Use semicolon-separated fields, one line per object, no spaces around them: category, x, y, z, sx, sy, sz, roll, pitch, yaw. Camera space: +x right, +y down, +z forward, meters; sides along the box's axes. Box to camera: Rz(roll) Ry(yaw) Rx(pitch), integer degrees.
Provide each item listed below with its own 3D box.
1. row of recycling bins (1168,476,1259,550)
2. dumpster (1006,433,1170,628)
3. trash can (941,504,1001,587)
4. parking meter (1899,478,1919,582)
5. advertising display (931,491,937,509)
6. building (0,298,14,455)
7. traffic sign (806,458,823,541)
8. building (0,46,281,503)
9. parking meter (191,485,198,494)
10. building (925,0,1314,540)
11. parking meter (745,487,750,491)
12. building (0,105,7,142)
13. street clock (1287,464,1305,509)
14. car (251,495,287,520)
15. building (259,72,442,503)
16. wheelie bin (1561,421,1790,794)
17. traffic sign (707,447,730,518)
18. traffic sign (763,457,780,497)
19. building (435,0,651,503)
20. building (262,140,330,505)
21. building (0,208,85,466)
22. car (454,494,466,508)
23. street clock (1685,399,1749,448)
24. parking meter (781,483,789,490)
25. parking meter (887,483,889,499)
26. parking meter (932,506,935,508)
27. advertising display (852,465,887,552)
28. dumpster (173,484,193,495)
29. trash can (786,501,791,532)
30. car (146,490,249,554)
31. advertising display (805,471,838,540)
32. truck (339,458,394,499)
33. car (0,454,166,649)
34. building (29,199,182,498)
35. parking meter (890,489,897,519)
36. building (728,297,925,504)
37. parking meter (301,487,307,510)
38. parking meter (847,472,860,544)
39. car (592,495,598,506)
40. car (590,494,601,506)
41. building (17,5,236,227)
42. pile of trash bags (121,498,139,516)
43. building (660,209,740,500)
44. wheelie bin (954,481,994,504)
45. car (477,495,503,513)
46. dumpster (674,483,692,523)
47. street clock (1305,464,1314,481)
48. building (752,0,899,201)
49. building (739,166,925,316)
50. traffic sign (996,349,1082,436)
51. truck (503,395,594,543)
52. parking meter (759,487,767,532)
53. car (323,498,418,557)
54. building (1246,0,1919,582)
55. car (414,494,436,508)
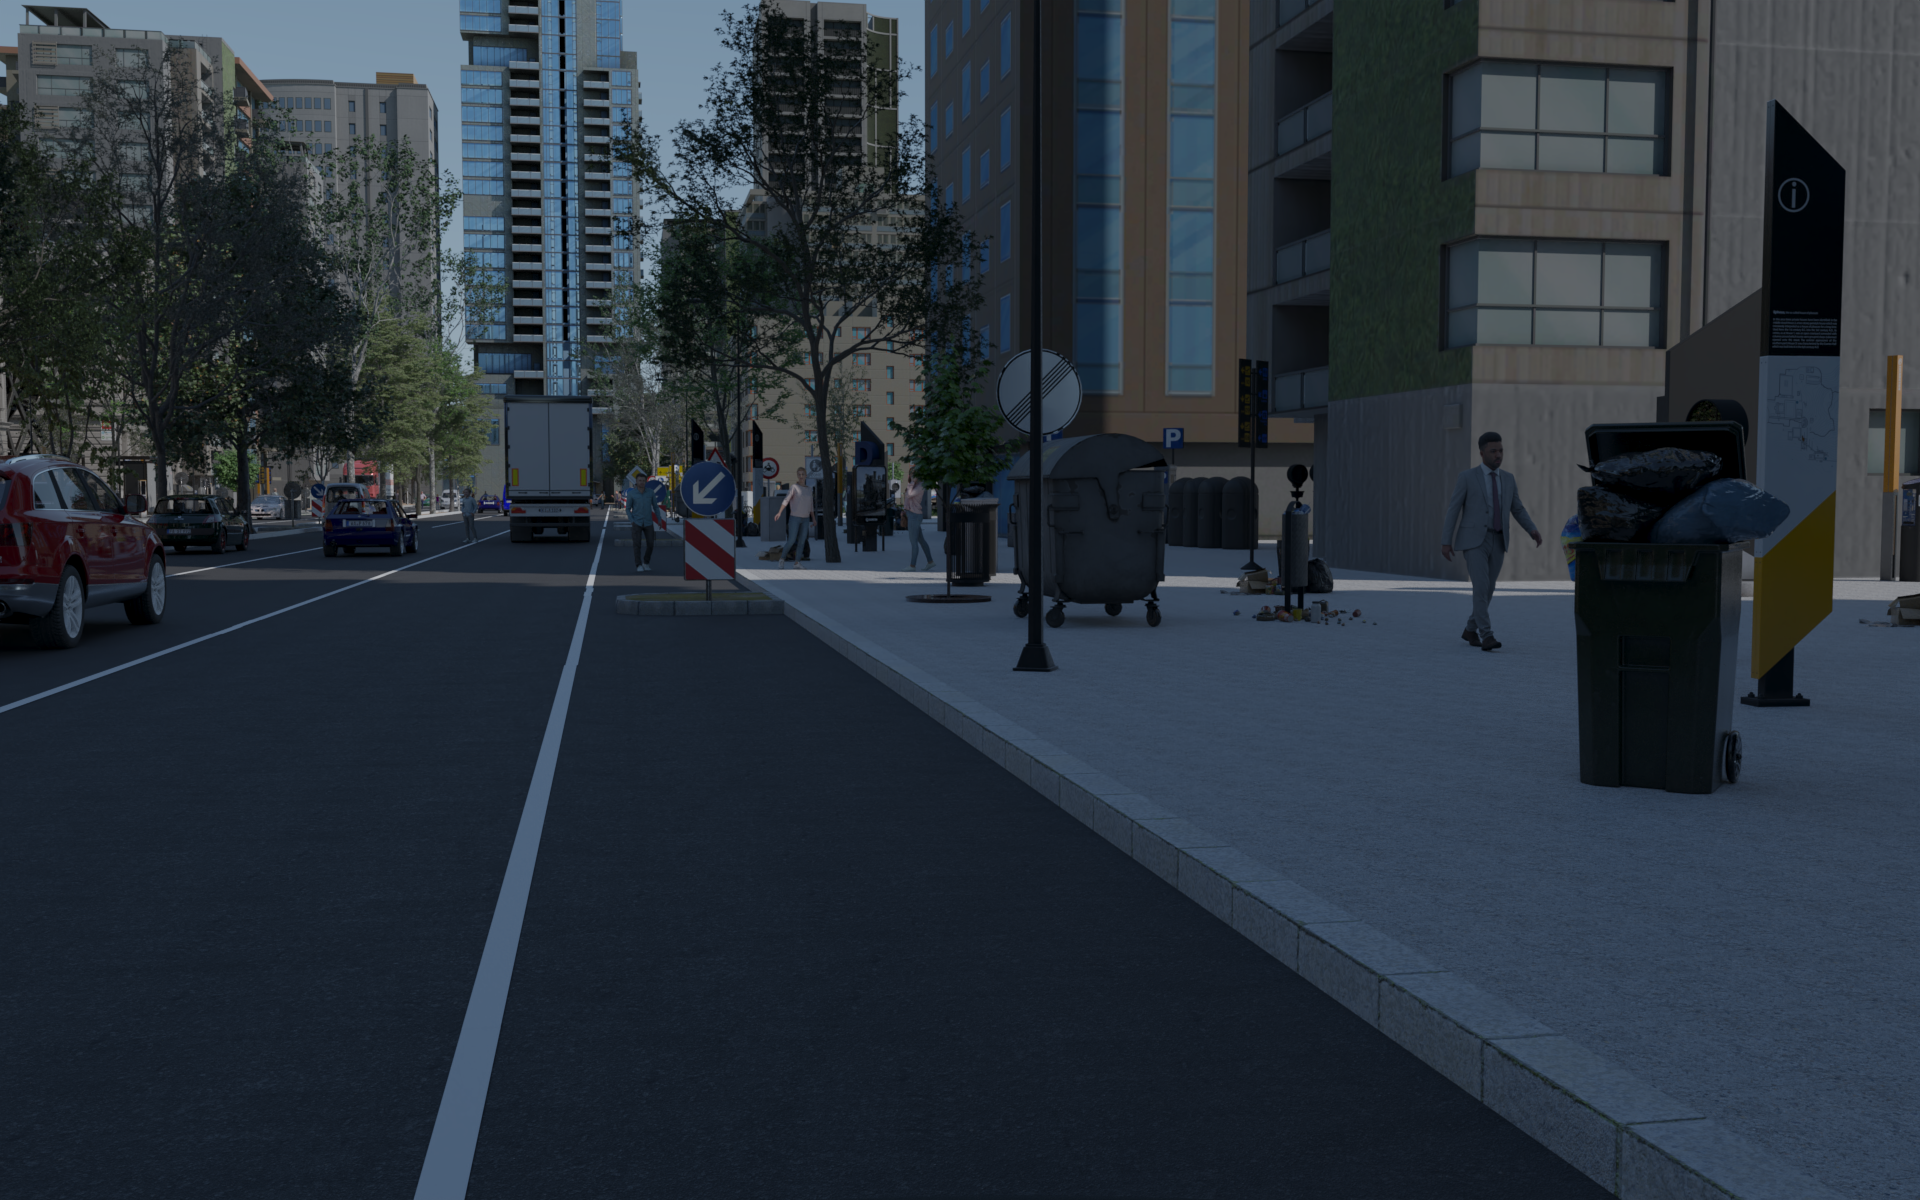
row of recycling bins;6.016;-2.102;41.475;1.069;1.692;3.534;-1;4;-20
dumpster;1.275;-0.707;17.316;1.264;1.857;1.865;-1;4;-11
trash can;0.109;-0.764;24.149;0.748;1.137;0.748;0;3;0
parking meter;13.983;-1.036;25.354;0.372;1.533;0.369;0;3;0
advertising display;-1.848;-5.955;102.575;0.974;1.923;0.123;-1;4;-19
building;-57.283;-15.382;87.658;11.583;22.565;21.152;-1;4;-11
traffic sign;-3.955;-2.783;47.637;0.606;2.300;0.079;0;4;-6
building;-79.891;-31.478;169.290;22.147;44.769;28.867;-1;4;-11
parking meter;-47.142;-6.177;106.703;0.399;1.863;0.255;-2;4;-34
building;6.951;-24.659;53.284;14.600;45.320;14.200;-1;4;-11
parking meter;-16.671;-7.951;135.710;0.255;1.863;0.399;1;4;17
building;-109.998;-33.338;195.190;14.200;45.320;14.600;-1;4;-11
street clock;8.194;-2.295;42.097;0.471;2.002;0.358;-1;4;-19
car;-38.650;-5.171;96.905;2.083;1.381;4.827;-1;4;-11
building;-87.846;-42.911;243.599;28.212;58.520;21.231;-1;4;-11
wheelie bin;3.110;0.016;7.641;0.980;1.594;0.693;2;4;33
traffic sign;-6.773;-2.938;48.041;0.884;2.594;0.081;0;4;-2
traffic sign;-6.614;-3.656;59.886;0.768;2.556;0.104;-1;4;-10
building;-58.849;-57.250;248.712;31.000;86.520;22.319;-1;4;-11
building;-81.577;-31.664;201.306;14.086;41.232;14.154;-1;4;-11
building;-63.448;-14.582;105.865;16.820;18.784;16.811;-1;4;-11
car;-52.909;-10.530;184.166;2.014;1.417;4.499;-1;4;-12
street clock;5.776;-0.533;13.280;0.358;2.002;0.471;-1;4;-13
parking meter;-9.224;-5.245;91.464;0.255;1.863;0.399;3;5;43
parking meter;-4.032;-5.414;94.228;0.255;1.863;0.399;-2;4;-30
parking meter;-1.720;-5.869;104.365;0.372;1.533;0.369;0;3;0
advertising display;-2.016;-2.045;38.642;0.123;1.923;0.974;3;5;42
dumpster;-45.854;-5.876;101.839;1.264;1.857;1.865;-1;4;-11
trash can;-5.799;-2.805;57.522;0.748;1.137;0.748;0;3;0
car;-18.677;-2.001;42.505;2.009;1.686;4.222;-1;4;-11
advertising display;-3.901;-2.656;48.633;0.974;1.923;0.123;1;4;21
truck;-46.492;-8.995;135.975;2.839;4.237;11.283;-1;4;-11
car;-9.517;-0.530;17.334;2.281;1.827;5.304;-1;4;-12
building;-66.146;-18.445;130.448;11.050;23.489;19.941;-1;4;-11
parking meter;-3.469;-4.979;89.820;0.372;1.533;0.369;0;3;0
building;-9.656;-20.706;183.589;27.650;21.520;28.899;-1;4;-11
parking meter;-52.810;-8.176;139.383;0.255;1.863;0.399;1;4;18
parking meter;-2.747;-2.385;44.700;0.255;1.863;0.399;-2;4;-25
car;-43.251;-11.622;202.388;2.083;1.381;4.827;-1;4;-13
car;-45.695;-12.587;217.794;2.014;1.417;4.499;-1;4;-13
building;-70.935;-28.482;149.272;14.154;41.232;14.086;-1;4;-11
pile of trash bags;-49.482;-5.737;103.548;1.912;1.369;3.447;2;4;28
building;-35.860;-34.649;250.099;14.086;41.232;14.154;-1;4;-11
wheelie bin;0.353;-2.122;42.606;0.980;1.594;0.693;0;4;-1
car;-35.225;-7.175;129.891;1.945;1.354;3.894;-1;4;-12
dumpster;-12.315;-4.451;78.531;1.264;1.857;1.865;-1;4;-11
street clock;8.304;-2.163;39.932;0.471;2.002;0.358;-1;4;-18
building;-19.390;-49.988;255.562;20.611;71.187;20.563;-1;4;-11
building;-13.810;-31.680;209.842;32.217;40.220;23.993;-1;4;-11
traffic sign;0.687;-0.926;15.251;0.768;2.556;0.104;-1;4;-8
truck;-12.933;-4.019;54.630;2.839;4.237;11.283;-1;4;-13
parking meter;-6.762;-3.090;58.932;0.372;1.533;0.369;0;3;0
car;-13.888;-1.734;40.929;1.945;1.354;3.894;-1;4;-10
building;12.951;-21.313;32.067;14.154;41.232;14.086;-1;4;-11
car;-54.876;-10.157;177.865;2.131;1.459;4.920;-1;4;-12
